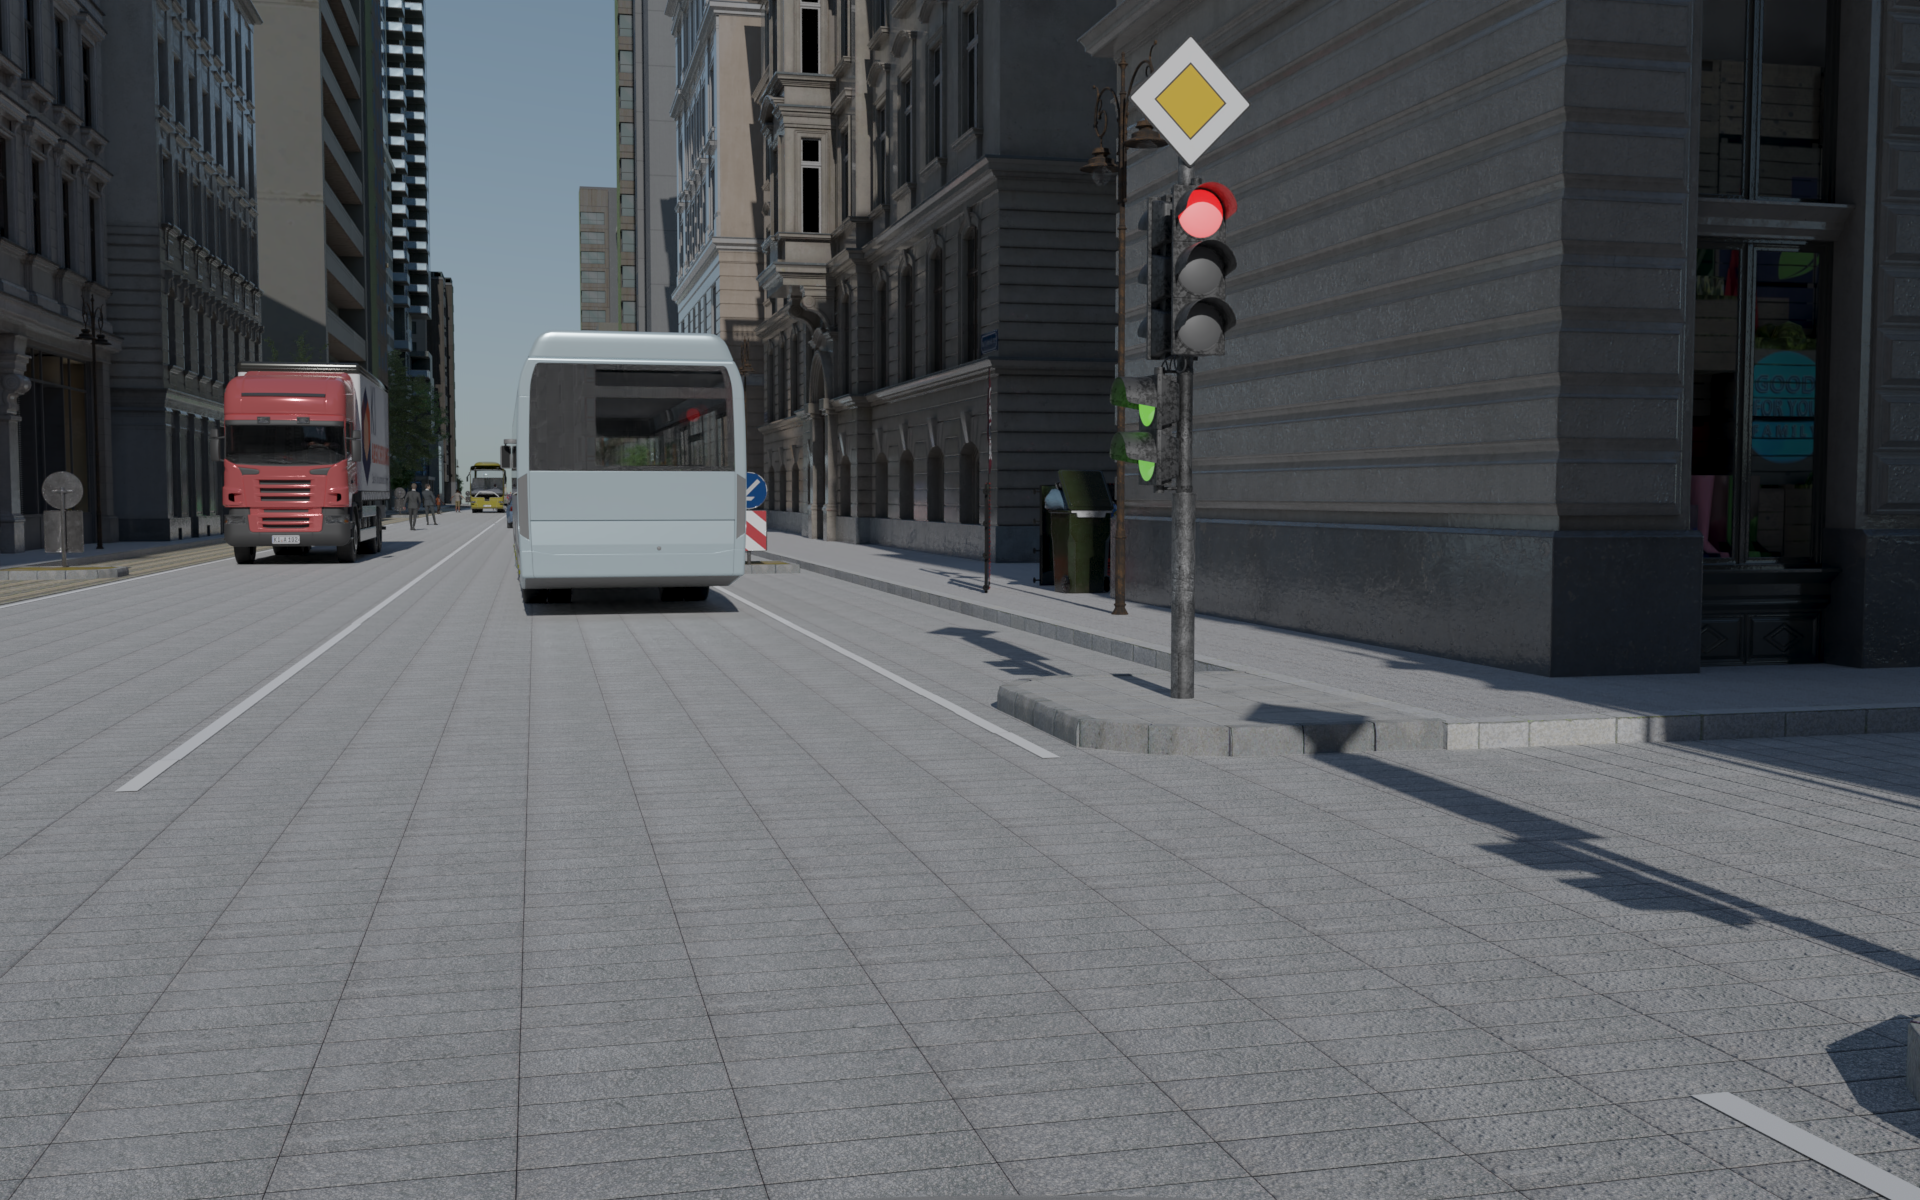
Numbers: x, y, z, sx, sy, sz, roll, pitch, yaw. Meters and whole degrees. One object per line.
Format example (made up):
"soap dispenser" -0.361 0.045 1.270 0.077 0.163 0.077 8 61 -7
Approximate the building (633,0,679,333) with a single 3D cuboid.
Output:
"building" -10.370 -34.842 111.667 21.231 58.520 28.212 -1 4 -14

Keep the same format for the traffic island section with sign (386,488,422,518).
"traffic island section with sign" -33.837 -5.881 104.790 1.989 1.847 2.006 -1 4 -14

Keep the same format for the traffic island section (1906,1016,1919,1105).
"traffic island section" 3.323 1.169 3.160 2.009 0.180 2.903 -1 4 -14

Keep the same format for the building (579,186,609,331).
"building" -44.015 -33.636 233.546 14.154 41.232 14.086 -1 4 -14

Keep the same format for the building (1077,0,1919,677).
"building" 11.964 -11.581 18.224 19.941 23.489 11.050 -1 4 -14

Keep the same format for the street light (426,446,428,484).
"street light" -50.316 -11.665 163.511 0.468 5.910 1.993 -1 4 -14

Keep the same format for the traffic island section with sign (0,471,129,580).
"traffic island section with sign" -15.430 -1.285 29.645 1.989 1.847 2.006 -1 4 -14

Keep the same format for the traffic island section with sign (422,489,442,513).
"traffic island section with sign" -40.314 -7.498 131.224 1.989 1.847 2.006 -1 4 -14

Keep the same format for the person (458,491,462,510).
"person" -44.070 -8.776 152.779 0.721 1.735 1.217 -2 4 -25

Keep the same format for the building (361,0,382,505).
"building" -43.790 -25.844 106.145 14.154 41.232 14.086 -1 4 -14

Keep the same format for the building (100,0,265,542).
"building" -28.058 -12.517 53.810 9.793 20.994 18.267 -1 4 -14

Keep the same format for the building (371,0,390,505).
"building" -47.592 -28.716 119.625 14.600 45.320 14.200 -1 4 -14

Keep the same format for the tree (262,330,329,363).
"tree" -30.179 -7.819 78.195 4.737 8.622 4.395 0 3 0

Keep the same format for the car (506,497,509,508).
"car" -49.370 -10.786 185.394 2.155 1.783 4.494 -1 4 -12

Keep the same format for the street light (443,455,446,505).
"street light" -58.330 -13.651 195.982 0.468 5.910 1.993 -1 4 -14

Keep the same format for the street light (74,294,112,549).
"street light" -20.062 -4.124 40.221 0.468 5.910 1.993 -1 4 -14

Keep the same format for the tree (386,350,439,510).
"tree" -44.692 -13.284 135.321 7.486 12.596 7.792 0 3 0

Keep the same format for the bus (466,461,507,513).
"bus" -36.464 -8.714 134.015 2.896 3.916 12.252 -1 4 -14

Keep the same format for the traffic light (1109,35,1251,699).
"traffic light" 1.382 -1.338 10.792 0.839 4.253 0.868 -1 4 -14

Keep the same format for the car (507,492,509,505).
"car" -59.556 -13.223 224.871 2.281 1.827 5.304 -1 4 -12

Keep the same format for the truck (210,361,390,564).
"truck" -14.581 -3.068 39.078 2.839 4.237 11.283 -1 4 -14

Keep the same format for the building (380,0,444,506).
"building" -70.407 -54.007 195.685 22.319 86.520 31.000 -1 4 -14

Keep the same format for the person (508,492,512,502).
"person" -57.399 -12.952 221.185 0.541 1.710 0.530 0 4 -7

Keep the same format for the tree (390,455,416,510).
"tree" -46.226 -9.693 142.186 4.285 4.588 4.351 0 3 0

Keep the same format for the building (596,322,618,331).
"building" -26.315 -21.204 191.731 27.650 21.520 28.899 -1 4 -14

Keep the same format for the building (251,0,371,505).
"building" -42.554 -28.391 87.889 21.300 48.544 21.600 -1 4 -14

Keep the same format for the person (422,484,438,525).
"person" -24.484 -4.410 79.960 0.648 1.900 0.474 0 4 6

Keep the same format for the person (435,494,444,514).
"person" -36.631 -6.728 121.758 0.557 1.426 1.065 1 4 14

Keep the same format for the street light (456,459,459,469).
"street light" -66.345 -15.663 228.884 0.468 5.910 1.993 -1 4 -14

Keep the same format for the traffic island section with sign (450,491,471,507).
"traffic island section with sign" -53.533 -10.799 185.195 1.989 1.847 2.006 -1 4 -14

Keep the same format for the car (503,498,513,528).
"car" -18.398 -3.773 73.684 2.014 1.417 4.499 -1 4 -15

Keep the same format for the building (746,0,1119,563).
"building" 1.644 -14.061 48.978 14.460 24.649 34.723 -1 4 -14

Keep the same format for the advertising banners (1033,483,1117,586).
"advertising banners" 1.990 -1.732 24.507 2.074 3.025 0.090 -1 4 -23

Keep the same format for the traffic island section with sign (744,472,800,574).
"traffic island section with sign" -4.088 -1.429 31.984 1.989 1.847 2.006 -1 4 -14

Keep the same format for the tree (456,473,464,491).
"tree" -68.242 -15.200 232.233 4.285 4.588 4.351 0 3 0

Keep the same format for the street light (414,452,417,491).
"street light" -46.299 -10.661 147.096 0.468 5.910 1.993 -1 4 -14

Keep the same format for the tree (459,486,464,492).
"tree" -68.561 -14.774 236.155 1.663 3.219 1.824 0 3 0

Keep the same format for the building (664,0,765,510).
"building" -5.423 -17.745 76.028 13.634 28.700 20.117 -1 4 -14

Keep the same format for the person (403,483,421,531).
"person" -21.542 -3.665 68.196 0.659 1.850 0.755 -1 4 -9

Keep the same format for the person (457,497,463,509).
"person" -46.604 -9.288 161.078 1.217 1.735 0.721 3 5 43

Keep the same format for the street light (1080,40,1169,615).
"street light" 1.704 -2.782 18.269 0.468 5.910 1.993 -1 4 -14

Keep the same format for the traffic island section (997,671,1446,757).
"traffic island section" 1.423 0.695 10.916 2.009 0.180 2.903 -1 4 -14

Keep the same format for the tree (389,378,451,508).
"tree" -49.159 -14.005 154.729 9.928 11.665 9.643 0 3 0

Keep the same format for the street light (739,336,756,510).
"street light" -6.285 -4.770 50.776 0.468 5.910 1.993 -1 4 -14

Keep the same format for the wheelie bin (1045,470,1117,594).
"wheelie bin" 1.540 -0.896 22.559 0.980 1.594 0.693 -1 4 -22

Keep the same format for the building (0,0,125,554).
"building" -21.945 -10.655 25.124 10.553 20.767 40.483 -1 4 -14

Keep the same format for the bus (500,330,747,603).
"bus" -5.391 -1.907 26.037 2.948 3.499 13.247 -1 4 -15

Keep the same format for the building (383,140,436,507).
"building" -68.736 -29.197 169.252 32.217 40.220 23.993 -1 4 -14

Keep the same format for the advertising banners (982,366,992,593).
"advertising banners" 0.377 -1.655 23.249 0.090 3.025 2.074 0 4 3

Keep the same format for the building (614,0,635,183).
"building" -19.021 -27.414 131.814 14.154 41.232 14.086 -1 4 -14

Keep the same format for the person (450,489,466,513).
"person" -38.929 -7.693 134.276 1.348 1.824 0.705 1 4 13

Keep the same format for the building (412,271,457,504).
"building" -71.889 -27.453 220.562 14.160 30.474 14.107 -1 4 -14
